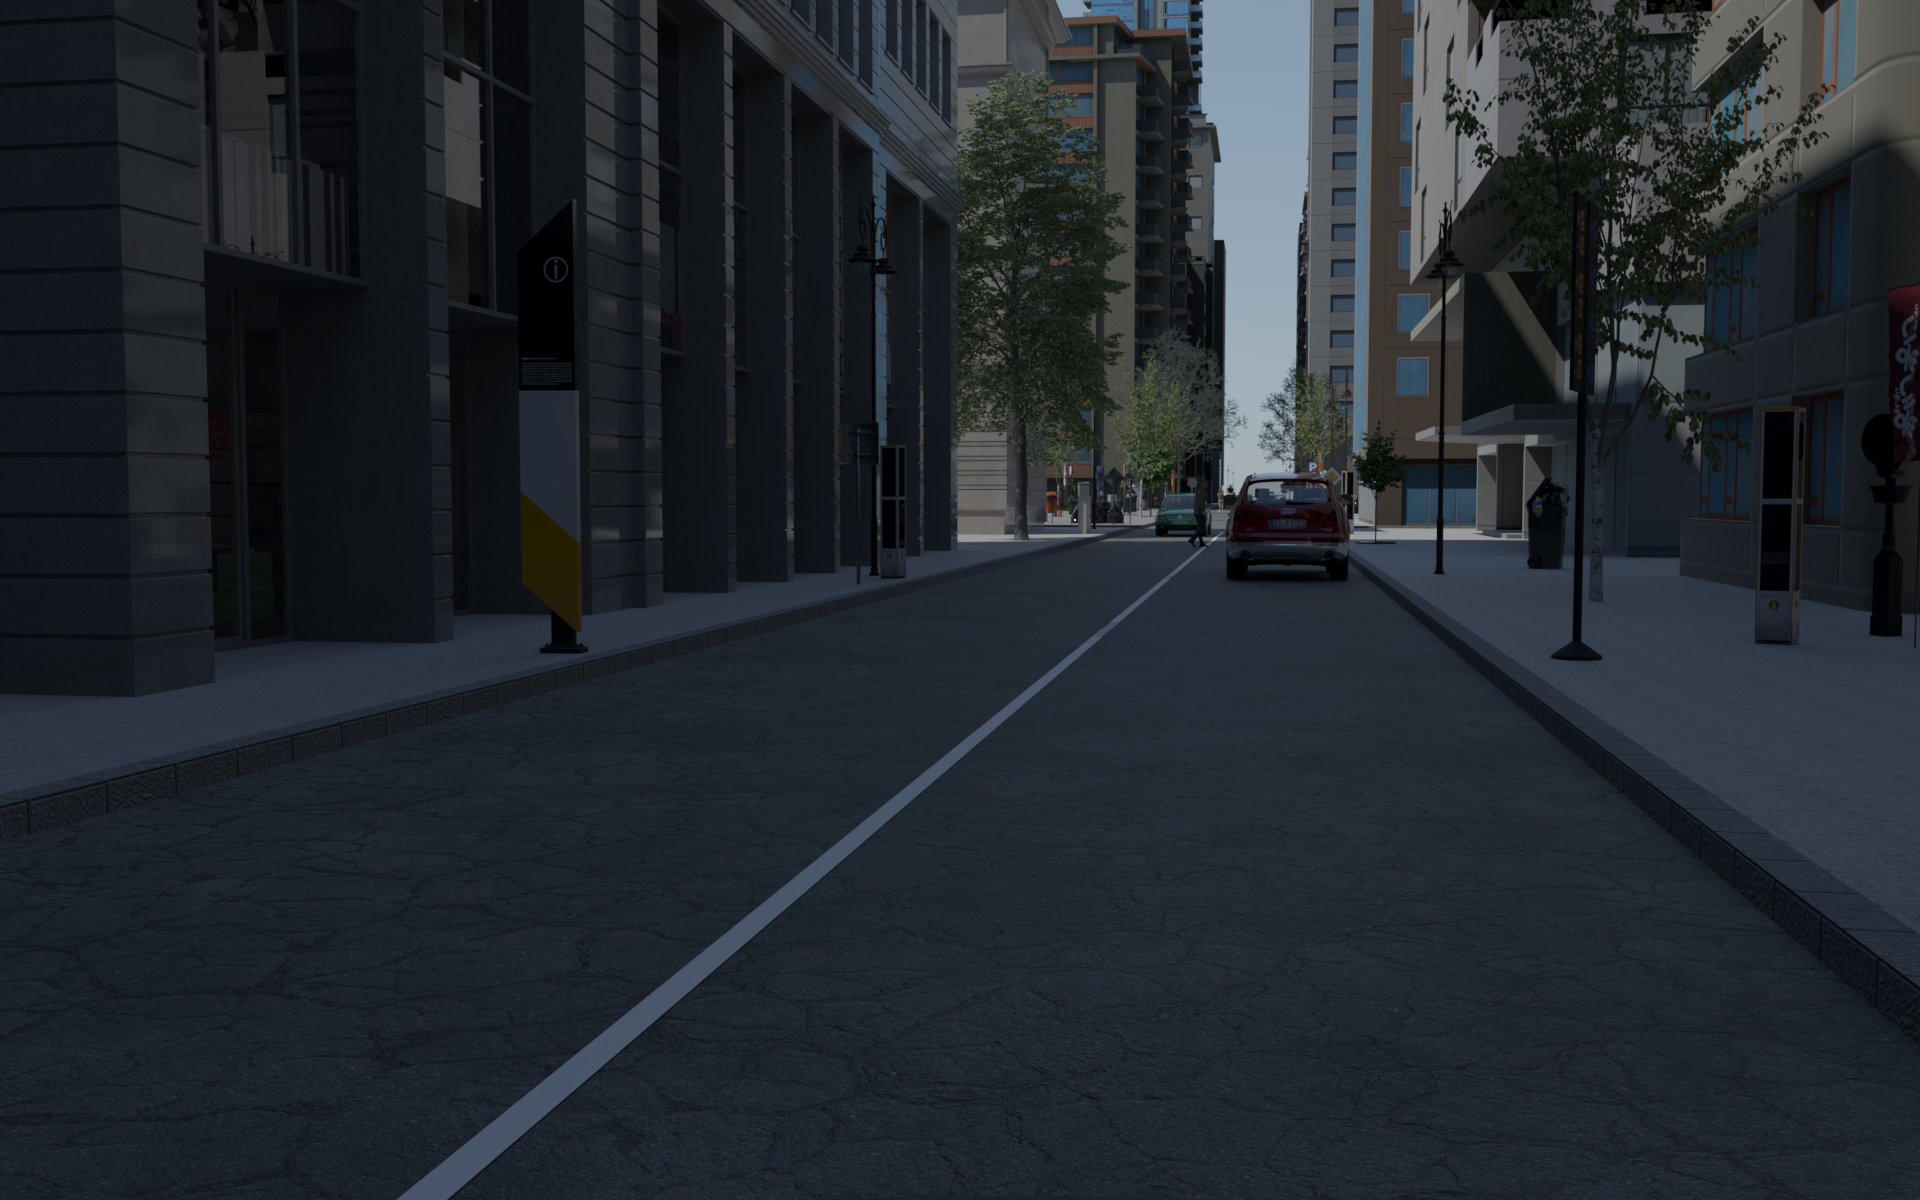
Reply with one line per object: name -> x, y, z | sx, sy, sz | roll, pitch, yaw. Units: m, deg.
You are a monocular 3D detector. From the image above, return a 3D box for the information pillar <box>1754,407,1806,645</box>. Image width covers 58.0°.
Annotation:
information pillar -> 7.016, -0.632, 14.817 | 0.304, 2.012, 0.304 | 3, 4, 36

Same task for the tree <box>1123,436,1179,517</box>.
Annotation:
tree -> 10.781, -7.004, 98.229 | 4.285, 4.588, 4.351 | 0, 3, 0

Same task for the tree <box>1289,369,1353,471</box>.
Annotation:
tree -> 21.084, -9.250, 101.592 | 4.737, 8.622, 4.395 | 0, 3, 0

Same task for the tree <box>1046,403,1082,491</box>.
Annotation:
tree -> 7.990, -11.526, 138.819 | 4.737, 8.622, 4.395 | 0, 3, 0

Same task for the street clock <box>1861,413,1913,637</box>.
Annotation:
street clock -> 8.376, -0.675, 15.609 | 0.358, 2.002, 0.471 | -1, 4, -20

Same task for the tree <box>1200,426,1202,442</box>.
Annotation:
tree -> 13.187, -9.765, 110.024 | 4.737, 8.622, 4.395 | 0, 3, 0

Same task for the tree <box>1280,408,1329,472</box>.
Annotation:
tree -> 27.787, -11.507, 138.497 | 4.360, 8.622, 3.978 | 0, 3, 0

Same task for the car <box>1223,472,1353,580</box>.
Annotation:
car -> 5.761, -1.334, 30.481 | 2.281, 1.827, 5.304 | 1, 4, 11

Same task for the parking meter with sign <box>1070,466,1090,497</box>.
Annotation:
parking meter with sign -> 7.756, -6.850, 108.252 | 1.738, 3.016, 0.543 | 0, 4, -7

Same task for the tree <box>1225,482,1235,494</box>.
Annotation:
tree -> 44.481, -17.755, 284.893 | 1.663, 3.219, 1.824 | 0, 3, 0

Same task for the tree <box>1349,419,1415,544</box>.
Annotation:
tree -> 10.895, -3.067, 44.740 | 1.663, 3.219, 1.824 | 0, 3, 0

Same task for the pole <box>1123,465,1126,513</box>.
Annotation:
pole -> 11.406, -7.713, 119.956 | 0.158, 3.312, 0.155 | 0, 3, 0

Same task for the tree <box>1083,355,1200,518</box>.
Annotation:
tree -> 9.736, -8.693, 92.501 | 4.737, 8.622, 4.395 | 0, 3, 0

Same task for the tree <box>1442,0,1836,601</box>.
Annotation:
tree -> 7.614, -4.277, 20.288 | 4.737, 8.622, 4.395 | 0, 3, 0

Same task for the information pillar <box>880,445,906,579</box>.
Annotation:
information pillar -> -1.014, -1.332, 26.273 | 0.304, 2.012, 0.304 | 1, 4, 23

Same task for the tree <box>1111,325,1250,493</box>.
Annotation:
tree -> 15.893, -13.206, 126.290 | 12.009, 13.543, 11.850 | 0, 3, 0

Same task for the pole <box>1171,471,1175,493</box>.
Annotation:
pole -> 16.393, -8.544, 133.541 | 0.158, 3.312, 0.155 | 0, 3, 0

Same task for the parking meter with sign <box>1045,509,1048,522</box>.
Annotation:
parking meter with sign -> 3.594, -5.108, 79.780 | 0.543, 3.016, 1.738 | 1, 4, 20

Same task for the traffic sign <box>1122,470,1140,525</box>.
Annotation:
traffic sign -> 7.173, -4.234, 72.865 | 0.795, 2.450, 0.064 | 1, 4, 10

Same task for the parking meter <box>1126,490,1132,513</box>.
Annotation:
parking meter -> 11.348, -6.603, 116.364 | 0.372, 1.533, 0.369 | 0, 3, 0

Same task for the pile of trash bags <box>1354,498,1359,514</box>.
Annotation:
pile of trash bags -> 25.367, -6.244, 111.838 | 1.912, 1.369, 3.447 | -1, 4, -20

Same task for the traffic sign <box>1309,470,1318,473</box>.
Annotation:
traffic sign -> 18.900, -5.655, 92.557 | 0.768, 2.556, 0.104 | 1, 4, 11

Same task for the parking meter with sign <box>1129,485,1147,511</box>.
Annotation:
parking meter with sign -> 13.702, -8.406, 133.693 | 0.543, 3.016, 1.738 | -3, 5, -45

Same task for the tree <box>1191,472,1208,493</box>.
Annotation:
tree -> 21.458, -9.834, 155.385 | 1.663, 3.219, 1.824 | 0, 3, 0

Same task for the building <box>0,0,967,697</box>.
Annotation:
building -> -7.929, -15.165, 25.435 | 11.434, 29.767, 29.804 | 1, 4, 10

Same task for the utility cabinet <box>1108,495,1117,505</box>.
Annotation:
utility cabinet -> 11.979, -7.643, 136.130 | 0.306, 1.237, 1.020 | 2, 4, 34

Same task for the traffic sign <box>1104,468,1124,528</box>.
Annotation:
traffic sign -> 5.772, -3.753, 65.003 | 0.795, 2.450, 0.064 | 1, 4, 10

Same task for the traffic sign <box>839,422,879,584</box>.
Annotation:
traffic sign -> -1.443, -1.375, 24.611 | 0.606, 2.300, 0.079 | 1, 4, 18

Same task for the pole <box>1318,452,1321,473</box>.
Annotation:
pole -> 17.379, -5.490, 83.605 | 0.158, 3.312, 0.155 | 0, 3, 0

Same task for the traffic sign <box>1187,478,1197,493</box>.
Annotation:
traffic sign -> 17.975, -8.195, 134.088 | 0.768, 2.556, 0.104 | 1, 4, 11

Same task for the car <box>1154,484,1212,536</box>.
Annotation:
car -> 7.793, -3.147, 60.253 | 1.959, 1.807, 4.718 | 1, 4, 11

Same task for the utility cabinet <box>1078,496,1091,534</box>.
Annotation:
utility cabinet -> 4.024, -2.736, 55.896 | 0.306, 1.237, 1.020 | 1, 4, 12

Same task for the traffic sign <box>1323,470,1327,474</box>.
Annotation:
traffic sign -> 15.040, -4.147, 71.448 | 0.795, 2.450, 0.064 | 1, 4, 10

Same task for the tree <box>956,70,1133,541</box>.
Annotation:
tree -> 1.349, -7.892, 47.168 | 7.486, 12.596, 7.792 | 0, 3, 0

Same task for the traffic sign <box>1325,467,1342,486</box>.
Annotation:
traffic sign -> 13.639, -3.666, 63.586 | 0.795, 2.450, 0.064 | 1, 4, 10

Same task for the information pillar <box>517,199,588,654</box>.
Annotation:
information pillar -> -3.284, -1.380, 13.911 | 0.504, 3.616, 0.183 | 0, 4, 8

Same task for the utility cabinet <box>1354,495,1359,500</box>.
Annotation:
utility cabinet -> 28.270, -6.901, 123.995 | 0.306, 1.237, 1.020 | -1, 4, -16

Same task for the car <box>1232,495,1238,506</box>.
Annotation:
car -> 31.381, -11.102, 193.881 | 2.083, 1.381, 4.827 | 1, 4, 9

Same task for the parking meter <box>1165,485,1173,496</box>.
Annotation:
parking meter -> 12.550, -6.015, 104.053 | 0.399, 1.863, 0.255 | -3, 4, -36

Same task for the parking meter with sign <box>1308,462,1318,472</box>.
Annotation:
parking meter with sign -> 19.493, -6.094, 95.896 | 0.543, 3.016, 1.738 | 1, 4, 9

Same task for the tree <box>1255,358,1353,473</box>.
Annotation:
tree -> 23.758, -11.290, 119.006 | 7.601, 10.594, 8.767 | 1, 4, 14

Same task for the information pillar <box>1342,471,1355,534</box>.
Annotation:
information pillar -> 12.431, -3.120, 55.502 | 0.304, 2.012, 0.304 | -1, 4, -15

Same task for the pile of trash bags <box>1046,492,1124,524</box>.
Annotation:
pile of trash bags -> 5.326, -4.004, 75.221 | 3.447, 1.369, 1.912 | -1, 4, -10

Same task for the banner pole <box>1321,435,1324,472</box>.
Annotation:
banner pole -> 15.203, -5.057, 72.694 | 0.401, 3.779, 0.863 | 1, 4, 8
